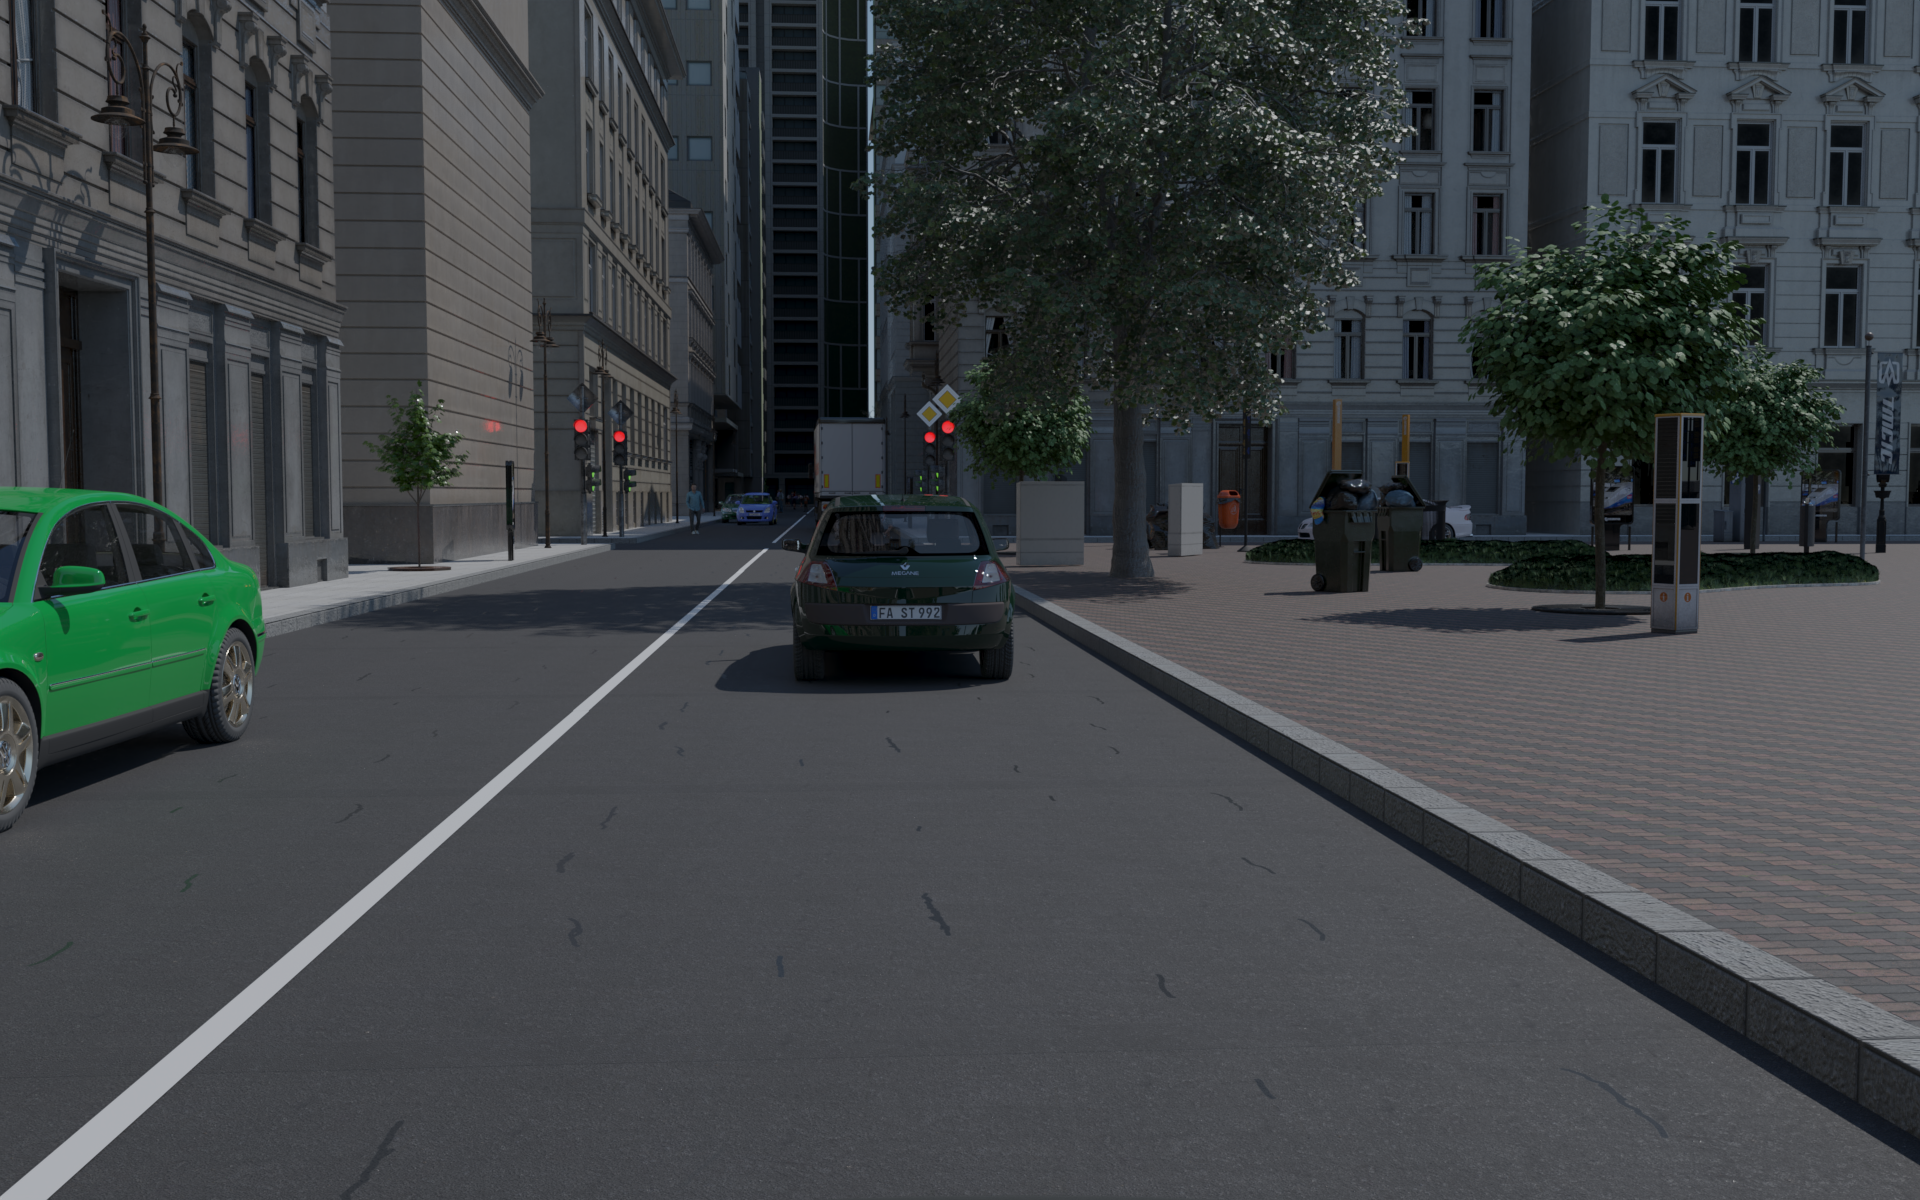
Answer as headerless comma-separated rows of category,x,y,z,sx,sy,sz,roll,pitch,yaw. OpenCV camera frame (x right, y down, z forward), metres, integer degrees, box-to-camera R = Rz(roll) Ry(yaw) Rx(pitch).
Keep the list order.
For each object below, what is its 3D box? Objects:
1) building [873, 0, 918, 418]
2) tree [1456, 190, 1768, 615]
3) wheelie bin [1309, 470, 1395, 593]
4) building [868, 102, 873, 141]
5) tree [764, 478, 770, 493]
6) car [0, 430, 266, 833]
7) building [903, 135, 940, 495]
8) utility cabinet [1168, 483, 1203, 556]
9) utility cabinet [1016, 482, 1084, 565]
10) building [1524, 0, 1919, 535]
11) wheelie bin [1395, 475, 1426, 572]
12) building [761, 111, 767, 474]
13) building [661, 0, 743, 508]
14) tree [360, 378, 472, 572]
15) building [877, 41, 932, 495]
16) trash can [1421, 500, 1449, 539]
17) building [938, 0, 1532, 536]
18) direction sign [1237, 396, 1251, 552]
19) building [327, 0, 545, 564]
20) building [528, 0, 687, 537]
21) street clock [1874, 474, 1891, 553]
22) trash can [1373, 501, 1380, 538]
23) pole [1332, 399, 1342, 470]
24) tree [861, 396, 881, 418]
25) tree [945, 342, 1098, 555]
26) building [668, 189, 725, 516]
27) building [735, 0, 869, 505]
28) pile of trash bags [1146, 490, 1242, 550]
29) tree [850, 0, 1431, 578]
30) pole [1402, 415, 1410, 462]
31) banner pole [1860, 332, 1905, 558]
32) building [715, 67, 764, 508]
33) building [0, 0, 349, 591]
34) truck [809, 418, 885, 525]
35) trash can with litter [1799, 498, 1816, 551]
building,-0.075,-27.996,141.326,14.154,41.232,14.086,0,4,-4
tree,7.112,-2.155,18.942,4.285,4.588,4.351,0,3,0
wheelie bin,5.077,-0.910,22.785,0.980,1.594,0.693,-2,4,-35
building,2.221,-38.925,225.669,27.495,52.752,28.713,0,4,-4
tree,-19.567,-10.881,172.503,1.663,3.219,1.824,0,3,0
car,-4.979,0.012,8.608,1.959,1.807,4.718,0,4,-3
building,4.633,-15.997,80.630,14.460,24.649,34.723,0,4,-4
utility cabinet,4.656,-1.660,35.817,0.318,1.500,1.173,2,4,30
utility cabinet,1.606,-1.359,30.895,1.173,1.500,0.318,-1,4,-12
building,40.047,-17.490,62.383,44.131,29.872,17.030,0,4,-4
wheelie bin,7.318,-1.279,28.827,0.693,1.594,0.980,0,4,-7
building,-36.688,-34.826,189.021,30.456,49.044,23.786,0,4,-4
building,-31.585,-33.583,138.318,28.713,52.752,27.495,0,4,-4
tree,-9.032,-2.102,28.966,1.663,3.219,1.824,0,3,0
building,0.626,-20.488,112.469,11.434,29.767,29.804,0,4,-4
trash can,10.853,-1.723,39.826,0.748,1.137,0.748,0,3,0
building,8.414,-12.735,57.376,18.267,20.994,9.793,0,4,-4
direction sign,6.348,-2.838,38.400,0.379,3.537,0.876,0,4,-1
building,-22.146,-14.584,35.719,25.104,27.353,12.463,0,4,-4
building,-19.596,-14.194,65.364,16.112,22.955,30.059,0,4,-4
street clock,20.133,-2.033,37.815,0.358,2.002,0.471,1,4,22
trash can,8.510,-1.515,36.416,0.748,1.137,0.748,0,3,0
pole,8.119,-2.661,37.350,0.158,3.312,0.155,0,3,0
tree,-5.590,-11.044,130.936,4.360,8.622,3.978,0,3,0
tree,1.334,-3.271,37.195,4.285,4.588,4.351,0,3,0
building,-20.173,-15.294,100.970,10.553,20.767,40.483,0,4,-4
building,-21.834,-47.709,218.286,20.611,71.187,20.563,0,4,-4
pile of trash bags,5.367,-1.912,41.015,3.447,1.369,1.912,-3,4,-38
tree,2.659,-7.322,26.378,9.857,13.997,8.962,0,3,0
pole,11.455,-3.102,44.567,0.158,3.312,0.155,0,3,0
banner pole,14.308,-2.261,26.987,0.863,3.779,0.401,-1,4,-13
building,-25.639,-29.182,160.715,14.154,41.232,14.086,0,4,-4
building,-13.383,-10.248,16.700,9.793,20.994,18.267,0,4,-4
truck,-4.541,-4.906,69.130,2.839,4.237,11.283,0,4,-6
trash can with litter,15.527,-1.248,31.457,1.678,1.210,2.233,2,4,29
